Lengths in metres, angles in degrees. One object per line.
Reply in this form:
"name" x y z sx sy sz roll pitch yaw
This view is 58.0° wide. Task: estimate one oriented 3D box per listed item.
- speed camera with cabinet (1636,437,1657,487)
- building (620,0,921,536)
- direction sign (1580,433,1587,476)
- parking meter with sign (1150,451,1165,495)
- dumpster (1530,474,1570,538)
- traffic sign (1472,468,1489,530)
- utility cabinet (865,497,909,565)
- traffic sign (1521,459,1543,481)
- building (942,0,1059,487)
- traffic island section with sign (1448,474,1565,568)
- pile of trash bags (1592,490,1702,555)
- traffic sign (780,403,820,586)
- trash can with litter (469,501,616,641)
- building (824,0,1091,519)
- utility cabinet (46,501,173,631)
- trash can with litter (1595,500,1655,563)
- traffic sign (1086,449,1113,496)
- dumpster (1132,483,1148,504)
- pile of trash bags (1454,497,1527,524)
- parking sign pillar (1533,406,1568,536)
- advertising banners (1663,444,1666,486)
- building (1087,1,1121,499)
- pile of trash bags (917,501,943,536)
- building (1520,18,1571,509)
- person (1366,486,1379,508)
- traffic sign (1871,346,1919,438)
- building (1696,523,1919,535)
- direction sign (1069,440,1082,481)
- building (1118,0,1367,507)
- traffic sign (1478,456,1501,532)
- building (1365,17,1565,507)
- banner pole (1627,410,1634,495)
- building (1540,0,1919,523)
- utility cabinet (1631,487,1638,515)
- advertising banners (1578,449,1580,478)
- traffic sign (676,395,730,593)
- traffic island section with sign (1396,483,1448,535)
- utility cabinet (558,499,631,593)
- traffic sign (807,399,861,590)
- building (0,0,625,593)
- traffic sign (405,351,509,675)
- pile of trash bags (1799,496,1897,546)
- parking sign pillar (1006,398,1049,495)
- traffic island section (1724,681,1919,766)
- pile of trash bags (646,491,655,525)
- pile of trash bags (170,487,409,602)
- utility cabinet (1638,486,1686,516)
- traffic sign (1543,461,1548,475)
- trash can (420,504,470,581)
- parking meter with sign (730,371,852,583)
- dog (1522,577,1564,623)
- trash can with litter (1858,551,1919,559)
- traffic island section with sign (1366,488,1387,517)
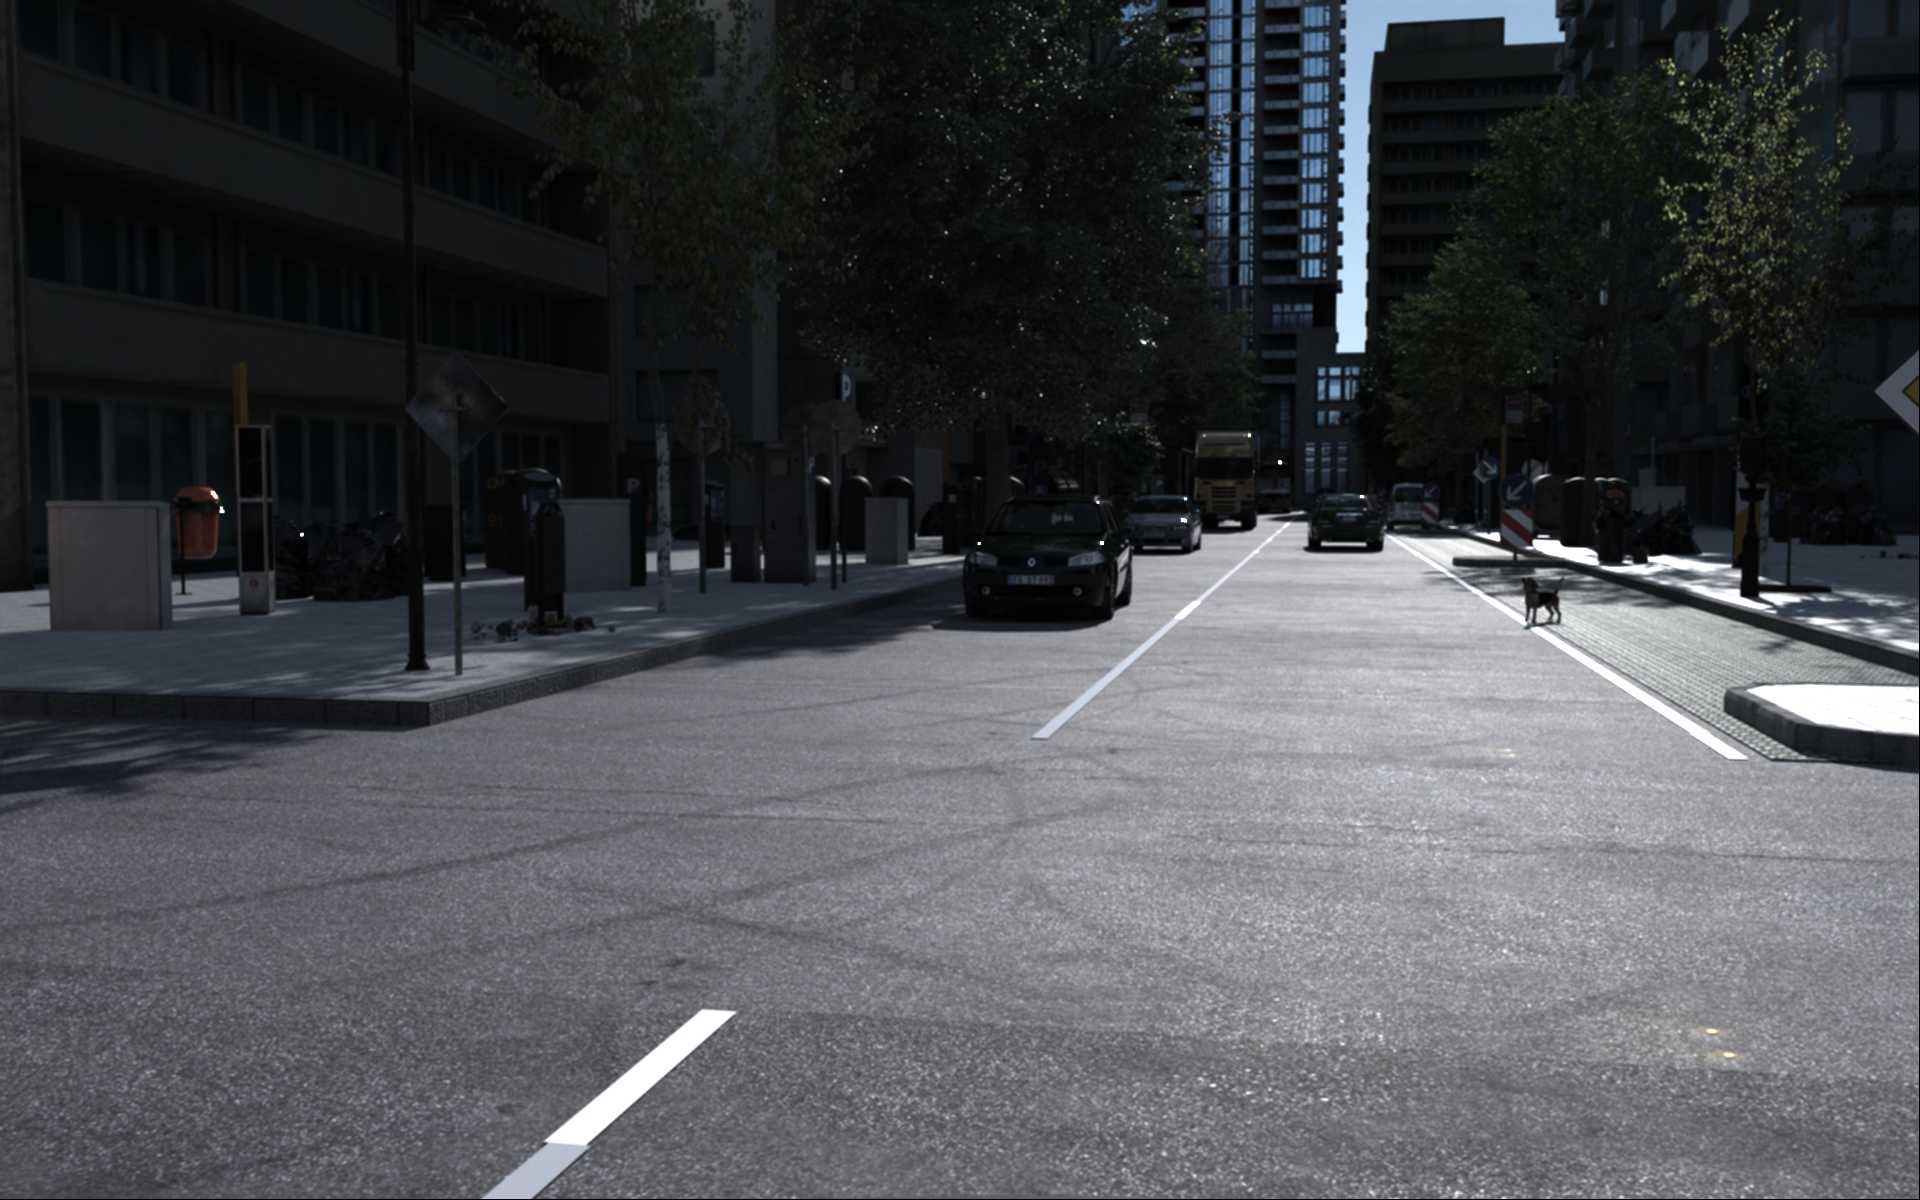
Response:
"speed camera with cabinet" 24.069 -4.065 60.795 0.660 3.252 2.038 1 4 20
"building" -8.748 -22.857 57.312 14.154 41.232 14.086 1 4 12
"direction sign" 23.157 -4.427 64.386 0.379 3.537 0.876 0 4 5
"parking meter with sign" 7.892 -4.476 69.450 0.543 3.016 1.738 0 4 -8
"dumpster" 17.561 -2.795 51.462 1.264 1.857 1.865 1 4 12
"traffic sign" 18.592 -3.690 61.509 0.795 2.450 0.064 1 4 19
"utility cabinet" -1.351 -1.272 31.958 0.306 1.237 1.020 -3 4 -37
"traffic sign" 20.959 -3.878 63.504 0.768 2.556 0.104 1 4 13
"building" -2.547 -19.828 95.881 14.160 30.474 14.107 1 4 12
"traffic island section with sign" 10.870 -1.579 34.444 1.989 1.847 2.006 1 4 12
"pile of trash bags" 14.860 -1.734 38.110 1.912 1.369 3.447 0 4 1
"traffic sign" -2.154 -1.470 24.134 0.768 2.556 0.104 1 4 17
"trash can with litter" -4.052 -0.308 16.099 1.678 1.210 2.233 0 4 7
"building" 0.382 -26.059 109.652 14.154 41.232 14.086 1 4 12
"utility cabinet" -8.012 -0.317 16.341 1.020 1.237 0.306 0 4 -4
"trash can with litter" 12.459 -1.289 32.454 1.055 1.170 0.624 1 4 21
"traffic sign" 3.905 -2.976 48.763 0.768 2.556 0.104 1 4 19
"dumpster" 8.734 -4.718 82.902 1.264 1.857 1.865 1 4 12
"pile of trash bags" 23.155 -3.996 75.082 3.447 1.369 1.912 1 4 21
"parking sign pillar" 18.576 -4.003 53.927 1.447 3.967 1.447 1 4 13
"advertising banners" 24.912 -3.978 61.236 0.090 3.025 2.074 2 4 23
"building" 3.662 -28.948 123.415 14.600 45.320 14.200 1 4 12
"pile of trash bags" 0.134 -2.700 53.900 1.912 1.369 3.447 2 4 25
"building" 53.731 -49.930 129.020 22.319 86.520 31.000 1 4 12
"person" 14.512 -3.187 61.354 0.466 1.731 0.760 -3 5 -43
"traffic sign" 5.789 -0.404 10.246 0.795 2.450 0.064 1 4 12
"building" 39.215 -27.169 63.824 23.786 49.044 30.456 1 4 12
"direction sign" 4.864 -4.907 72.226 0.379 3.537 0.876 -3 4 -39
"building" 27.619 -53.330 184.610 31.000 86.520 22.319 1 4 12
"traffic sign" 17.824 -3.559 58.290 0.768 2.556 0.104 1 4 15
"building" 53.483 -34.084 180.973 21.600 48.544 21.300 1 4 12
"banner pole" 19.917 -3.765 51.567 0.401 3.779 0.863 2 4 28
"building" 47.005 -29.396 100.233 23.786 49.044 30.456 1 4 12
"utility cabinet" 22.043 -2.846 55.213 1.173 1.500 0.318 3 4 36
"advertising banners" 23.944 -4.337 67.099 0.090 3.025 2.074 1 4 21
"traffic sign" -3.331 -1.361 22.354 0.768 2.556 0.104 1 4 16
"traffic island section with sign" 16.613 -3.254 61.823 1.989 1.847 2.006 1 4 12
"utility cabinet" -4.867 -0.713 22.813 1.020 1.237 0.306 -2 4 -35
"traffic sign" -1.698 -1.413 23.216 0.768 2.556 0.104 1 4 15
"building" -20.816 -25.049 33.253 21.300 48.544 21.600 1 4 12
"traffic sign" -3.549 -0.524 12.215 0.795 2.450 0.064 1 4 12
"pile of trash bags" 23.026 -2.063 43.490 3.447 1.369 1.912 2 4 24
"parking sign pillar" 1.960 -3.360 43.412 1.447 3.967 1.447 0 4 -3
"traffic island section" 5.814 0.732 10.319 2.009 0.180 2.903 1 4 12
"pile of trash bags" -9.678 -2.179 45.372 3.447 1.369 1.912 -2 4 -27
"pile of trash bags" -8.491 -0.738 21.814 3.447 1.369 1.912 1 4 18
"utility cabinet" 20.405 -2.544 50.278 1.173 1.500 0.318 2 4 27
"traffic sign" 21.101 -3.757 61.531 0.768 2.556 0.104 1 4 12
"trash can" -7.633 -0.855 25.638 0.748 1.137 0.748 0 3 0
"parking meter with sign" -2.470 -1.762 25.075 1.738 3.016 0.543 1 4 14
"dog" 6.522 -0.006 19.384 0.406 0.507 0.540 2 4 24
"trash can with litter" 19.195 -1.440 34.607 2.233 1.210 1.678 1 4 22
"traffic island section with sign" 26.842 -6.243 110.706 1.989 1.847 2.006 1 4 12
